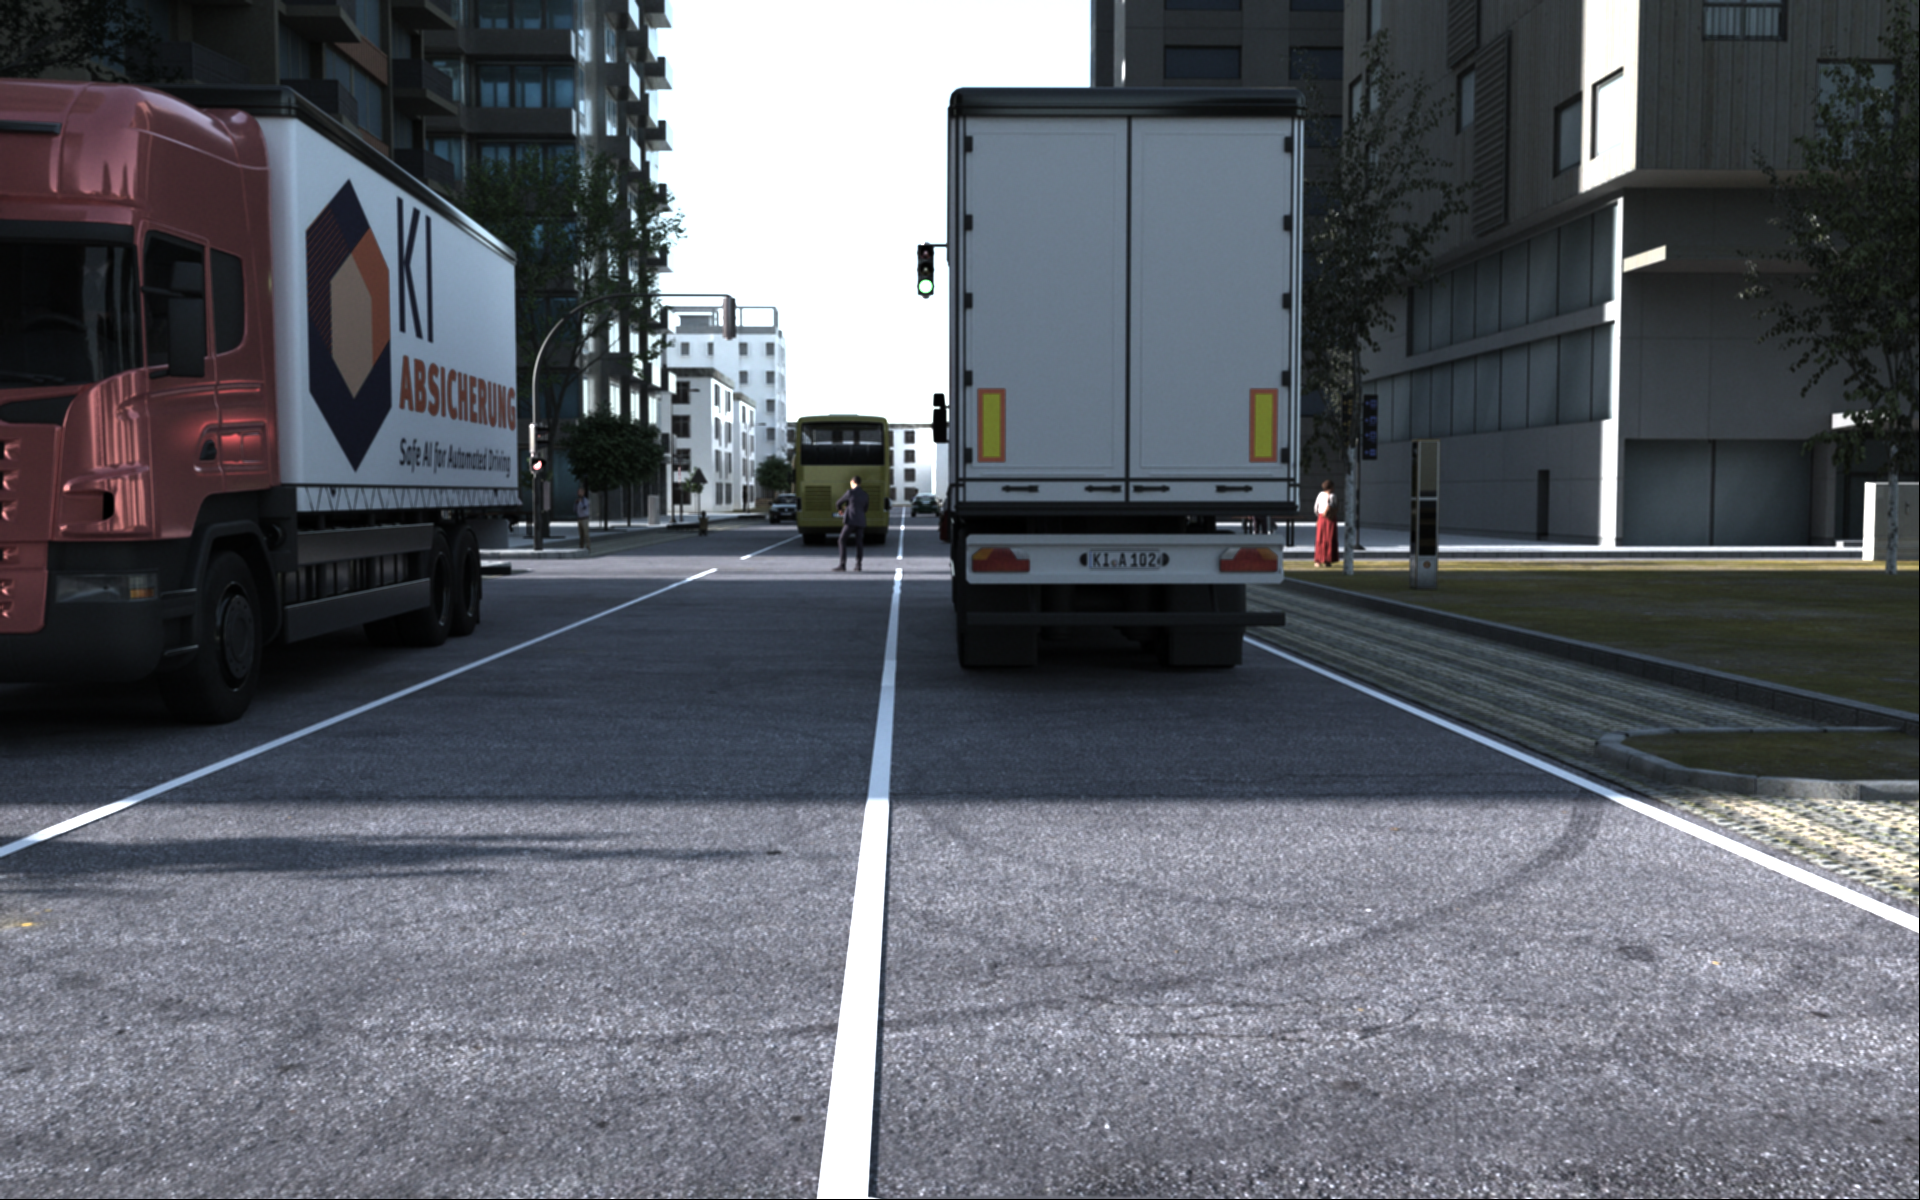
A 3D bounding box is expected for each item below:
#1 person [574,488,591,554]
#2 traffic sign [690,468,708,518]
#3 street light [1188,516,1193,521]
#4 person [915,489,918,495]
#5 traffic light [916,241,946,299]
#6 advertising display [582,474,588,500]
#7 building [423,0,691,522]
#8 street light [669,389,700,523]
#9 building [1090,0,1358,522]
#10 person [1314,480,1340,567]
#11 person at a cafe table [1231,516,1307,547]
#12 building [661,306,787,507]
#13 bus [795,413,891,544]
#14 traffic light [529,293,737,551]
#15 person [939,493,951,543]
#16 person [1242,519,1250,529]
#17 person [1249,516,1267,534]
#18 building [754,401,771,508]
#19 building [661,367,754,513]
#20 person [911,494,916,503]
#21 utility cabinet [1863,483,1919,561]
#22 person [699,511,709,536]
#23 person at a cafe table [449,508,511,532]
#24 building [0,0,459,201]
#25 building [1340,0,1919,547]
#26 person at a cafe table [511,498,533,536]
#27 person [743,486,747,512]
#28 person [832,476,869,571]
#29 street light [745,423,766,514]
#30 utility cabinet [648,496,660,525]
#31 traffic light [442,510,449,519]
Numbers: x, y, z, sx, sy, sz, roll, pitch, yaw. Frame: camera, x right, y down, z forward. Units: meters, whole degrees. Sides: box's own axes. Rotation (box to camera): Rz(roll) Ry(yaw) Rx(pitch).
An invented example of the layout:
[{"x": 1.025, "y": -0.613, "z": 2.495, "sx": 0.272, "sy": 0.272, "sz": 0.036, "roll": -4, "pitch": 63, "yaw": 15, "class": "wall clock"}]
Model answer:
[{"x": -8.993, "y": -1.874, "z": 41.205, "sx": 0.319, "sy": 1.574, "sz": 0.516, "roll": -2, "pitch": 4, "yaw": -35, "class": "person"}, {"x": -12.811, "y": -5.199, "z": 85.009, "sx": 0.884, "sy": 2.594, "sz": 0.081, "roll": 0, "pitch": 4, "yaw": 4, "class": "traffic sign"}, {"x": 4.905, "y": -4.174, "z": 40.784, "sx": 1.470, "sy": 5.913, "sz": 1.316, "roll": 0, "pitch": 4, "yaw": -2, "class": "street light"}, {"x": -3.265, "y": -7.363, "z": 128.844, "sx": 0.705, "sy": 1.831, "sz": 1.348, "roll": 0, "pitch": 4, "yaw": -5, "class": "person"}, {"x": 1.596, "y": -3.475, "z": 31.489, "sx": 4.771, "sy": 5.953, "sz": 1.251, "roll": 0, "pitch": 4, "yaw": -2, "class": "traffic light"}, {"x": -12.007, "y": -3.077, "z": 55.520, "sx": 0.123, "sy": 1.923, "sz": 0.974, "roll": -1, "pitch": 4, "yaw": -16, "class": "advertising display"}, {"x": -27.310, "y": -28.834, "z": 91.047, "sx": 23.786, "sy": 49.044, "sz": 30.456, "roll": 0, "pitch": 4, "yaw": -2, "class": "building"}, {"x": -12.178, "y": -6.362, "z": 76.562, "sx": 1.470, "sy": 5.913, "sz": 1.316, "roll": 0, "pitch": 4, "yaw": -2, "class": "street light"}, {"x": 17.374, "y": -33.566, "z": 90.800, "sx": 21.231, "sy": 58.520, "sz": 28.212, "roll": 0, "pitch": 4, "yaw": -2, "class": "building"}, {"x": 6.446, "y": -1.345, "z": 30.495, "sx": 0.387, "sy": 1.526, "sz": 0.523, "roll": -3, "pitch": 4, "yaw": -36, "class": "person"}, {"x": 7.497, "y": -2.064, "z": 42.259, "sx": 1.698, "sy": 1.524, "sz": 1.622, "roll": 1, "pitch": 4, "yaw": 19, "class": "person at a cafe table"}, {"x": -23.961, "y": -19.809, "z": 180.293, "sx": 11.380, "sy": 20.091, "sz": 16.016, "roll": 0, "pitch": 4, "yaw": -2, "class": "building"}, {"x": -3.465, "y": -3.723, "z": 52.419, "sx": 2.896, "sy": 3.916, "sz": 12.252, "roll": 0, "pitch": 4, "yaw": -3, "class": "bus"}, {"x": -7.474, "y": -3.956, "z": 39.353, "sx": 4.771, "sy": 5.953, "sz": 1.251, "roll": 0, "pitch": 4, "yaw": -2, "class": "traffic light"}, {"x": -0.355, "y": -2.438, "z": 50.827, "sx": 0.387, "sy": 1.526, "sz": 0.523, "roll": 3, "pitch": 4, "yaw": 36, "class": "person"}, {"x": 10.479, "y": -3.503, "z": 63.458, "sx": 0.789, "sy": 1.805, "sz": 0.875, "roll": -2, "pitch": 4, "yaw": -27, "class": "person"}, {"x": 6.993, "y": -1.910, "z": 39.971, "sx": 0.600, "sy": 1.496, "sz": 0.574, "roll": -2, "pitch": 4, "yaw": -28, "class": "person"}, {"x": -23.026, "y": -13.145, "z": 157.073, "sx": 9.099, "sy": 9.664, "sz": 28.070, "roll": 0, "pitch": 4, "yaw": -2, "class": "building"}, {"x": -21.323, "y": -11.421, "z": 128.876, "sx": 9.099, "sy": 9.664, "sz": 28.070, "roll": 0, "pitch": 4, "yaw": -2, "class": "building"}, {"x": -3.203, "y": -6.677, "z": 120.902, "sx": 0.421, "sy": 1.427, "sz": 0.697, "roll": 1, "pitch": 4, "yaw": 16, "class": "person"}, {"x": 17.898, "y": -1.492, "z": 33.066, "sx": 1.173, "sy": 1.500, "sz": 0.318, "roll": -1, "pitch": 4, "yaw": -9, "class": "utility cabinet"}, {"x": -8.802, "y": -2.633, "z": 59.467, "sx": 0.347, "sy": 0.859, "sz": 0.695, "roll": 0, "pitch": 4, "yaw": -6, "class": "person"}, {"x": -14.298, "y": -2.566, "z": 50.462, "sx": 1.698, "sy": 1.524, "sz": 1.622, "roll": 1, "pitch": 4, "yaw": 9, "class": "person at a cafe table"}, {"x": -28.683, "y": -24.398, "z": 53.525, "sx": 22.147, "sy": 44.769, "sz": 28.867, "roll": 0, "pitch": 4, "yaw": -2, "class": "building"}, {"x": 27.846, "y": -28.303, "z": 51.995, "sx": 27.495, "sy": 52.752, "sz": 28.713, "roll": 0, "pitch": 4, "yaw": -2, "class": "building"}, {"x": -13.881, "y": -2.752, "z": 53.510, "sx": 1.698, "sy": 1.524, "sz": 1.622, "roll": -1, "pitch": 4, "yaw": -21, "class": "person at a cafe table"}, {"x": -15.547, "y": -7.321, "z": 125.377, "sx": 0.705, "sy": 1.869, "sz": 1.348, "roll": 0, "pitch": 4, "yaw": -3, "class": "person"}, {"x": -2.065, "y": -1.428, "z": 32.302, "sx": 0.683, "sy": 1.767, "sz": 0.568, "roll": -3, "pitch": 4, "yaw": -37, "class": "person"}, {"x": -13.403, "y": -8.631, "z": 113.660, "sx": 1.470, "sy": 5.913, "sz": 1.316, "roll": 0, "pitch": 4, "yaw": -2, "class": "street light"}, {"x": -12.665, "y": -3.706, "z": 71.747, "sx": 0.306, "sy": 1.237, "sz": 1.020, "roll": 0, "pitch": 4, "yaw": 1, "class": "utility cabinet"}, {"x": -9.310, "y": -2.590, "z": 31.271, "sx": 0.839, "sy": 4.253, "sz": 0.868, "roll": 0, "pitch": 4, "yaw": -2, "class": "traffic light"}]
